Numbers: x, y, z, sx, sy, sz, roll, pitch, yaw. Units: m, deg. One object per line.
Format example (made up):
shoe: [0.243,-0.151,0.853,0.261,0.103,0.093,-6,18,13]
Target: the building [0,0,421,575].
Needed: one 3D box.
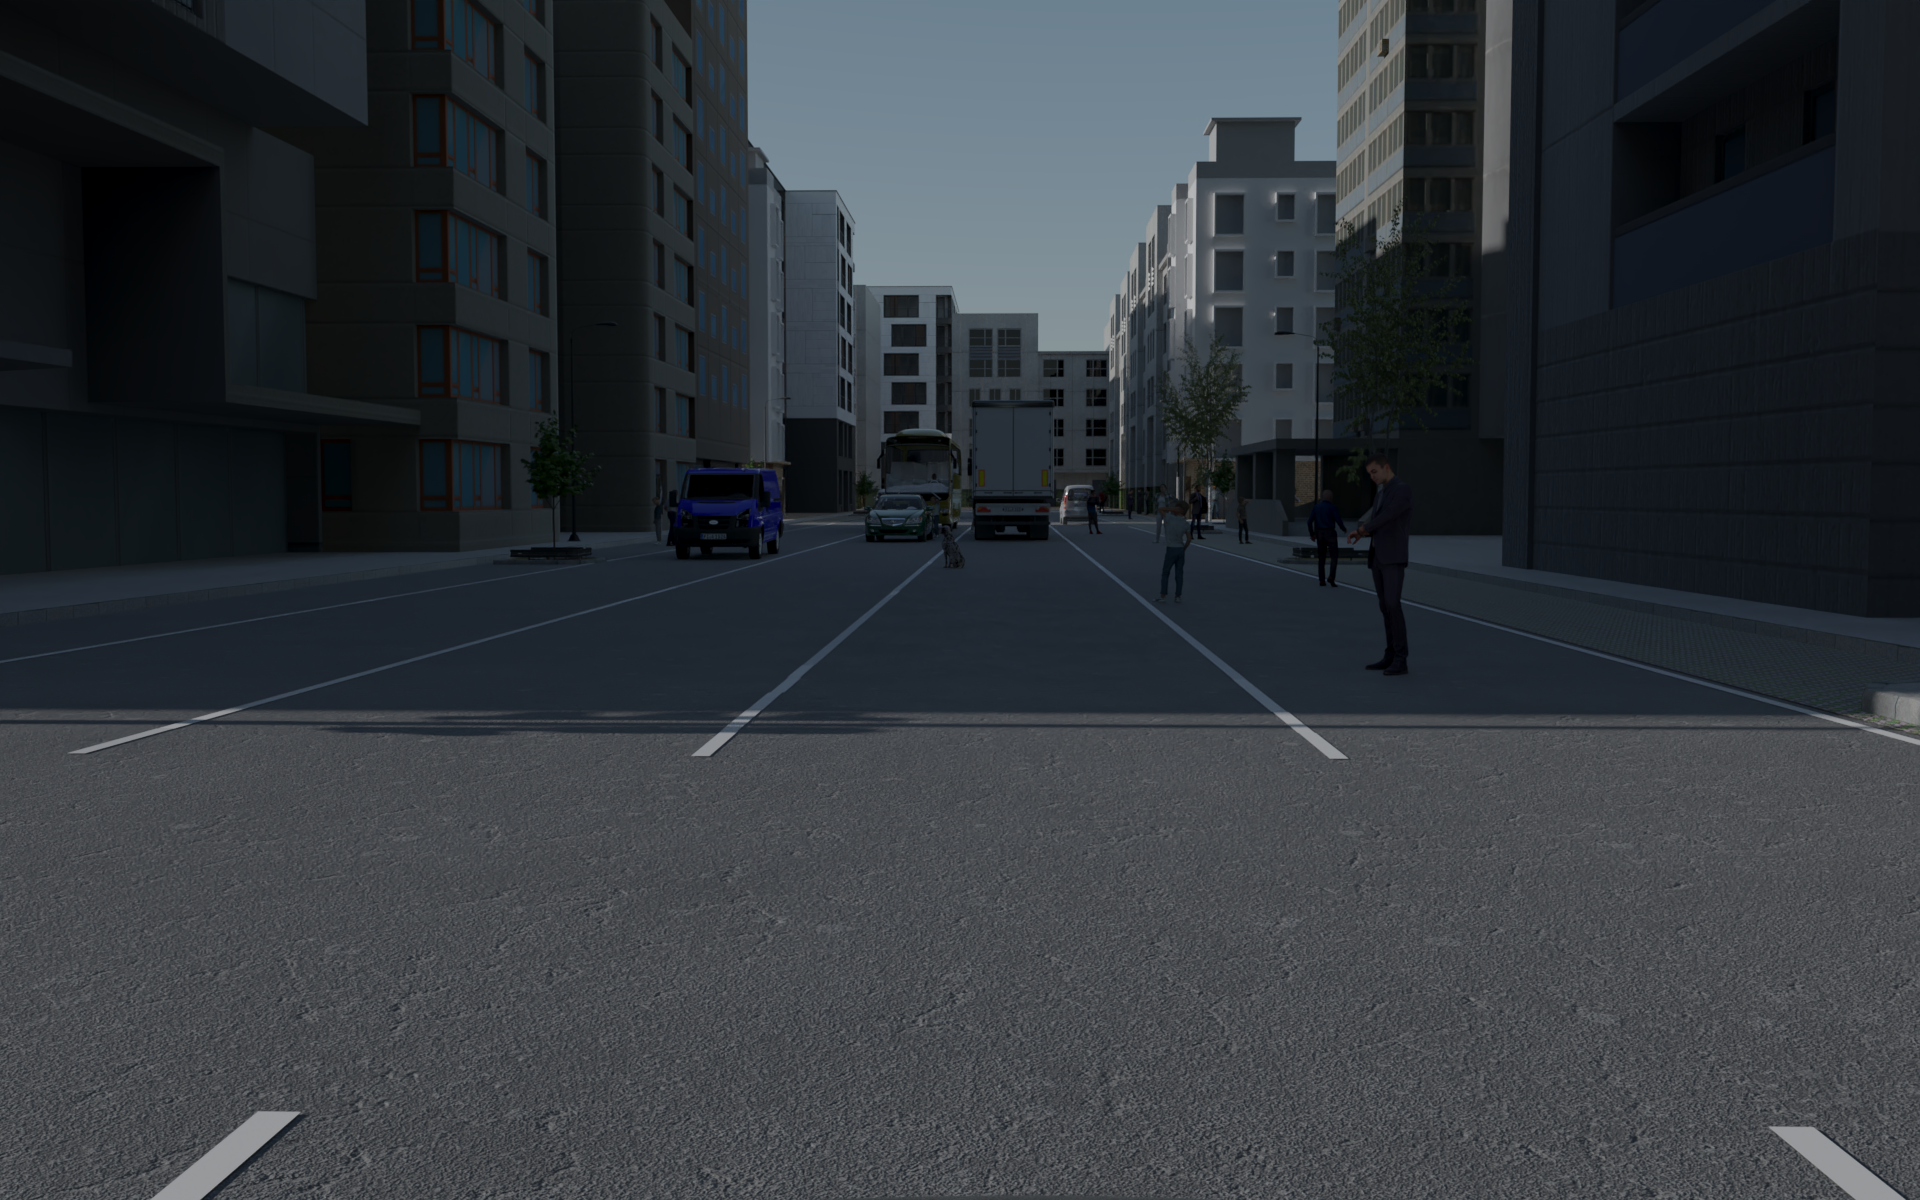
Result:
building: [-25.559,-26.548,23.292,28.713,52.752,27.495,0,4,2]

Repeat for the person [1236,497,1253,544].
person: [8.128,-2.269,49.500,0.340,1.345,0.435,3,5,42]

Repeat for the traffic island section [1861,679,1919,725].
traffic island section: [6.894,0.721,10.485,2.009,0.180,2.903,0,4,2]

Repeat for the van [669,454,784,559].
van: [-5.296,-2.171,39.879,2.240,2.365,5.245,0,4,0]

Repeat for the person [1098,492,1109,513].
person: [10.528,-7.361,128.787,1.348,1.831,0.705,-1,4,-22]

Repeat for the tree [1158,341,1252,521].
tree: [11.515,-8.001,81.174,4.360,8.622,3.978,0,3,0]

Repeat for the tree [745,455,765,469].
tree: [-10.301,-5.568,85.639,1.663,3.219,1.824,0,3,0]

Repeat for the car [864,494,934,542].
car: [-1.830,-2.538,53.294,2.131,1.459,4.920,0,4,3]

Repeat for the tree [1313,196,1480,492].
tree: [10.843,-5.726,43.985,4.737,8.622,4.395,0,3,0]

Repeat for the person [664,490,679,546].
person: [-7.946,-2.271,47.836,0.614,1.554,0.590,3,5,41]

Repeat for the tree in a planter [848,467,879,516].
tree in a planter: [-6.239,-7.097,113.251,1.991,3.239,1.994,0,4,2]

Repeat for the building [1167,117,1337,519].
building: [19.349,-14.457,92.789,16.016,20.091,11.380,0,4,2]

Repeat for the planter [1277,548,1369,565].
planter: [7.628,-0.902,35.881,1.991,0.319,1.994,0,4,2]

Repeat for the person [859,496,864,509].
person: [-8.175,-8.545,145.380,0.705,1.869,1.348,-1,4,-23]

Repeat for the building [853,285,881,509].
building: [-23.439,-17.664,155.258,31.486,18.905,16.747,0,4,2]

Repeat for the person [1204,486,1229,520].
person: [12.810,-4.944,86.962,1.350,1.814,0.705,1,4,11]

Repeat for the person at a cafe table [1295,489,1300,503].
person at a cafe table: [14.932,-4.128,76.011,1.622,1.524,1.698,3,4,39]

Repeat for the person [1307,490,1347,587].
person: [5.783,-0.963,26.939,0.600,1.496,0.574,-2,4,-29]

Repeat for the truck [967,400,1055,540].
truck: [1.639,-4.184,57.327,2.839,4.237,11.283,0,4,1]

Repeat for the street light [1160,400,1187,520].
street light: [10.540,-6.905,85.444,1.470,5.913,1.316,0,4,2]

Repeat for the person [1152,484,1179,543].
person: [5.932,-2.526,50.528,0.841,1.734,0.376,2,4,33]

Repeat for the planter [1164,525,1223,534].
planter: [8.422,-2.549,62.813,1.991,0.319,1.994,0,4,2]

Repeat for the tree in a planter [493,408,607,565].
tree in a planter: [-8.484,-2.378,36.105,1.991,3.239,1.994,0,4,2]

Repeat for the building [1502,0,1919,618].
building: [23.523,-29.250,20.244,28.212,58.520,21.231,0,4,2]

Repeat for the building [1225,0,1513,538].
building: [26.058,-22.371,57.644,32.217,40.220,23.993,0,4,2]

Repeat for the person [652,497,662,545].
person: [-8.624,-2.256,49.292,0.340,1.345,0.435,-3,4,-36]

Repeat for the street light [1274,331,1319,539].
street light: [9.638,-4.700,49.389,1.470,5.913,1.316,0,4,2]

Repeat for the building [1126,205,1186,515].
building: [20.654,-15.166,114.428,16.747,18.905,31.486,0,4,2]

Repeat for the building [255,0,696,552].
building: [-24.434,-12.681,52.369,27.650,21.520,28.899,0,4,2]

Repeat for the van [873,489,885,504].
van: [-5.777,-7.879,135.826,2.013,2.044,4.112,0,4,2]

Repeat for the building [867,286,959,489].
building: [-16.688,-20.826,184.484,32.646,21.610,27.936,0,4,2]

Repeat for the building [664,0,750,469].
building: [-16.908,-25.861,72.942,14.600,45.320,14.200,0,4,2]

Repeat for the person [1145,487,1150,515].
person: [11.321,-6.031,105.363,0.721,1.735,1.217,0,4,3]

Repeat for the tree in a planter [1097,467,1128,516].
tree in a planter: [9.857,-7.030,112.167,1.991,3.239,1.994,0,4,2]

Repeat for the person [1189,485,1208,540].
person: [7.470,-2.748,54.247,0.655,1.722,0.431,-3,4,-37]

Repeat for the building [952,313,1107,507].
building: [15.185,-19.024,177.505,31.486,18.905,16.747,0,4,2]

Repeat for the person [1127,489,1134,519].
person: [9.626,-5.413,97.920,0.541,1.710,0.530,-2,4,-33]

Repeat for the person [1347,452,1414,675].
person: [3.375,-0.306,13.957,0.568,1.767,0.683,-1,4,-14]

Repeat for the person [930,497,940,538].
person: [-0.807,-2.729,57.036,0.435,1.345,0.340,3,5,41]

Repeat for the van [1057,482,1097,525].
van: [5.652,-4.632,82.744,2.013,2.044,4.112,0,4,1]

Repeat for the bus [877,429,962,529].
bus: [-1.377,-4.721,68.733,2.896,3.916,12.252,0,4,2]

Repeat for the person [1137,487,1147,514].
person: [11.677,-6.382,111.189,0.742,1.727,0.445,1,4,23]

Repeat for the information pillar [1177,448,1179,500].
information pillar: [10.545,-5.654,83.805,0.183,3.616,0.504,0,4,3]

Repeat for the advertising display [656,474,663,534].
advertising display: [-9.644,-3.082,55.600,0.123,1.923,0.974,0,4,-4]

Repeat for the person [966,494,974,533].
person: [0.645,-3.366,64.255,0.841,1.734,0.376,-1,4,-21]

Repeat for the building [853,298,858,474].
building: [-16.165,-17.148,136.795,16.016,20.091,11.380,0,4,2]

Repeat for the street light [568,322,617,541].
street light: [-9.933,-4.543,46.815,1.470,5.913,1.316,0,4,2]

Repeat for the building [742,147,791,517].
building: [-17.537,-14.462,92.873,16.016,20.091,11.380,0,4,2]

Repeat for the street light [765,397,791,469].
street light: [-8.781,-6.758,83.030,1.470,5.913,1.316,0,4,2]

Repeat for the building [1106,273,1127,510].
building: [21.867,-17.087,145.833,16.747,18.905,31.486,0,4,2]

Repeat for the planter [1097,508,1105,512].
planter: [10.644,-7.236,139.449,1.991,0.319,1.994,0,4,2]

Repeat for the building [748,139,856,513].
building: [-22.285,-16.573,114.945,27.936,21.610,32.646,0,4,2]

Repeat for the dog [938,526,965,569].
dog: [-0.154,-1.015,33.427,0.513,0.831,0.800,0,4,-3]

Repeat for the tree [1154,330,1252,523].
tree: [10.729,-7.727,76.704,4.737,8.622,4.395,0,3,0]

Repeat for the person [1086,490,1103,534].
person: [4.808,-3.148,61.845,0.647,1.594,0.662,3,4,36]

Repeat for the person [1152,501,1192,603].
person: [2.806,-0.643,22.929,0.435,1.345,0.340,-2,4,-26]

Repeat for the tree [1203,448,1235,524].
tree: [11.324,-4.817,73.366,1.663,3.219,1.824,0,3,0]

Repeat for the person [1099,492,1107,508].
person: [12.932,-9.042,157.064,0.799,1.438,0.628,-1,4,-13]
